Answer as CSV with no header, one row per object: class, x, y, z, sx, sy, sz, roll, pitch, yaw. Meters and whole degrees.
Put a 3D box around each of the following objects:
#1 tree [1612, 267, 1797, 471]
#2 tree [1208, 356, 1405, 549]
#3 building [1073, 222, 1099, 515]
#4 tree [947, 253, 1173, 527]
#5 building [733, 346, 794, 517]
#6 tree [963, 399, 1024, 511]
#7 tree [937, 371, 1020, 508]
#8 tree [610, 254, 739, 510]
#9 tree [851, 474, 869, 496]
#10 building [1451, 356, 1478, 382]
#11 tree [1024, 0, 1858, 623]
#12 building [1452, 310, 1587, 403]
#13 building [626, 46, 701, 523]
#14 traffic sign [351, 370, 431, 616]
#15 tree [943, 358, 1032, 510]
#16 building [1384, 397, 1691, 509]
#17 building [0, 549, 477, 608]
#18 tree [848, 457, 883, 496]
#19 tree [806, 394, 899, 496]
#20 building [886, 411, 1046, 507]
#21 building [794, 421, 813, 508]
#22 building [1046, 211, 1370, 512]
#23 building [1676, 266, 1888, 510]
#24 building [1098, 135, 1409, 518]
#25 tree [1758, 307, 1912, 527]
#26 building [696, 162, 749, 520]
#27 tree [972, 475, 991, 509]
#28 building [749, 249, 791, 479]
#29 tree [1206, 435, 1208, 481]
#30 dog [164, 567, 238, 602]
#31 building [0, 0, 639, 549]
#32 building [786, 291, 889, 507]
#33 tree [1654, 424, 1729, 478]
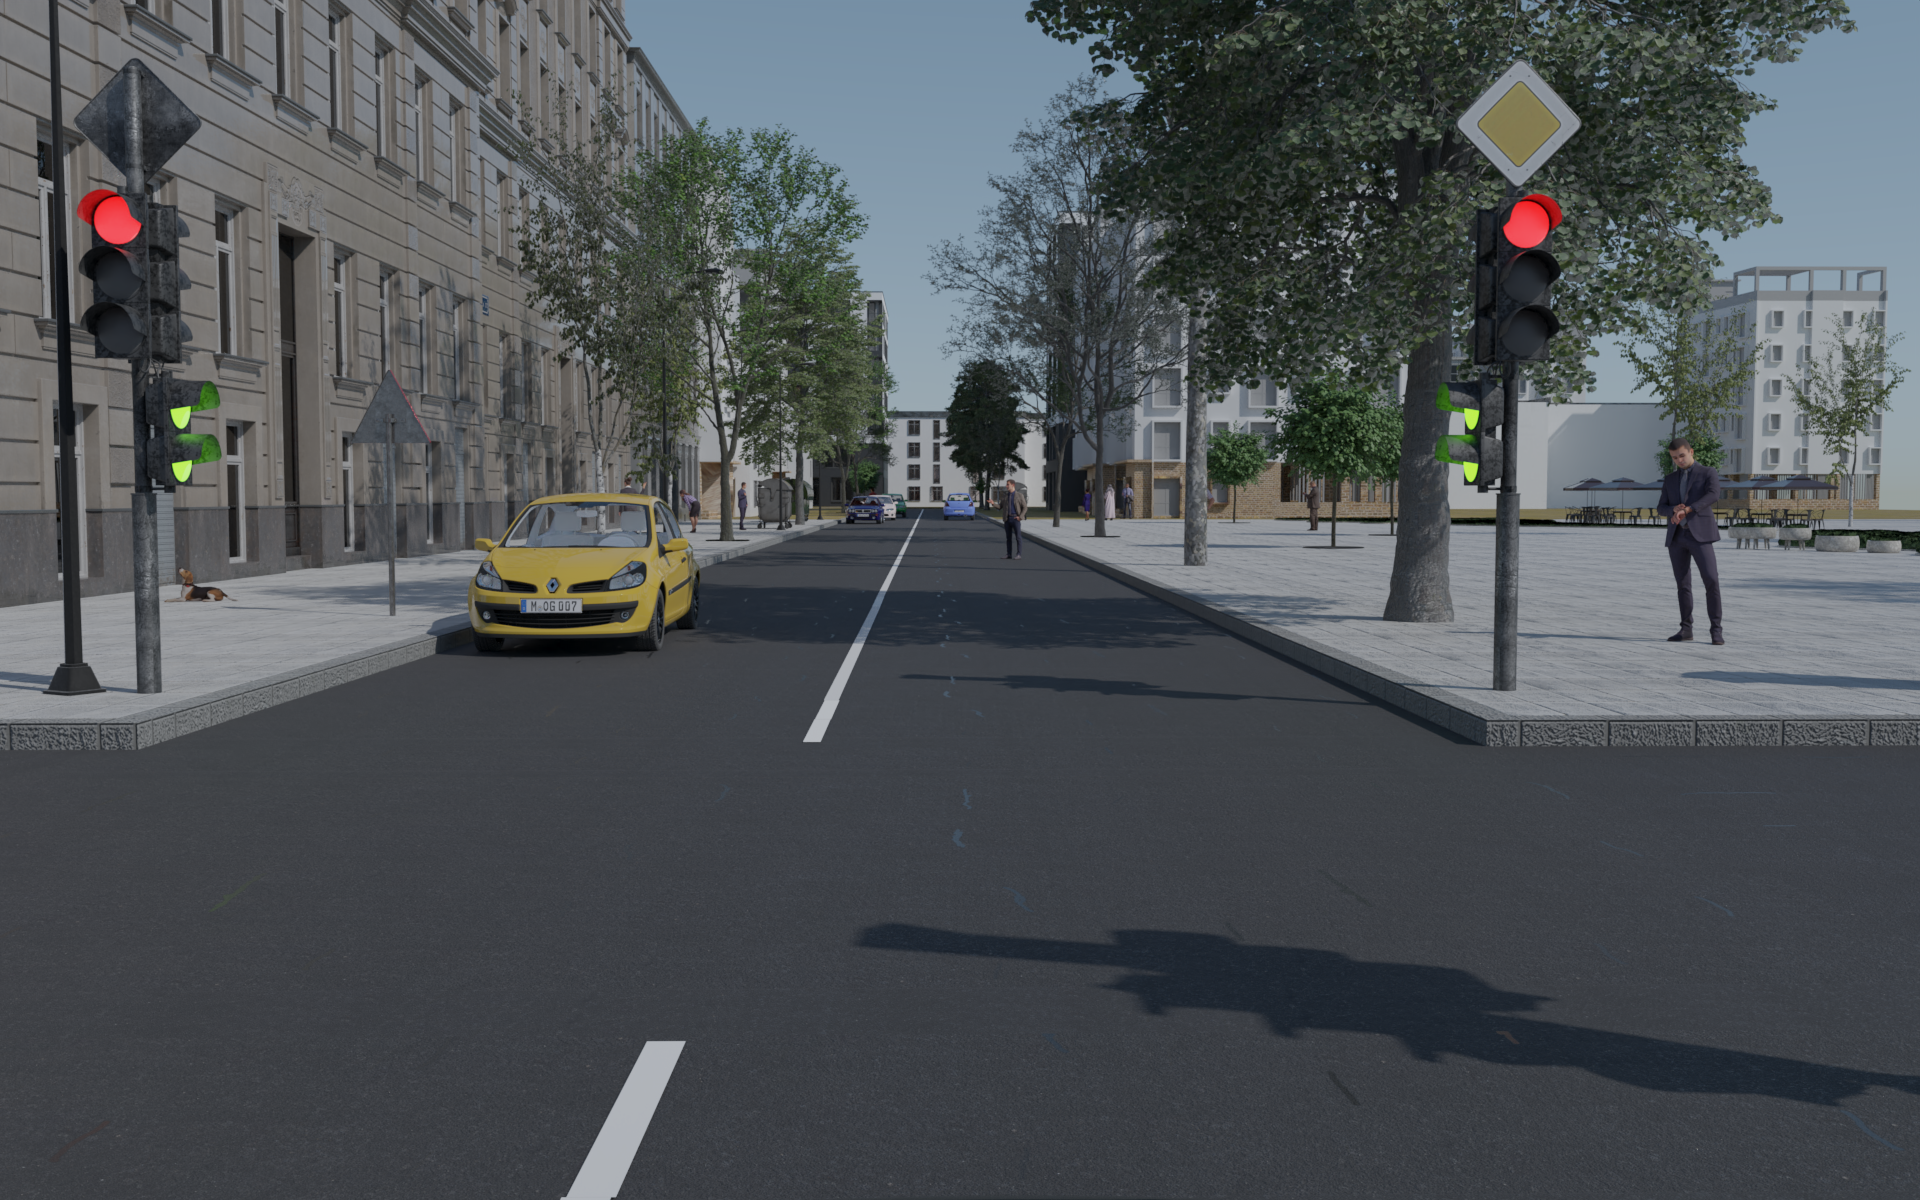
tree,22.490,-6.317,53.641,4.737,8.622,4.395,0,3,0
tree,8.919,-3.502,40.965,4.285,4.588,4.351,0,3,0
building,15.454,-15.364,107.618,16.016,20.091,11.380,0,4,-1
tree,3.716,-8.068,66.319,8.767,10.594,7.601,0,4,-4
building,-16.570,-10.385,111.941,9.099,9.664,28.070,0,4,-1
tree,2.647,-10.971,129.745,4.360,8.622,3.978,0,3,0
tree,1.944,-15.694,164.018,7.806,13.903,7.818,0,3,0
tree,-9.002,-6.331,53.869,4.737,8.622,4.395,0,3,0
tree,-8.537,-9.478,149.564,1.663,3.219,1.824,0,3,0
building,36.778,-19.452,184.497,31.486,18.905,16.747,0,4,-1
tree,4.654,-6.767,17.289,9.857,13.997,8.962,0,3,0
building,58.225,-20.023,183.796,11.380,20.091,16.016,0,4,-1
building,-17.382,-13.896,76.356,9.793,20.994,18.267,0,4,-1
traffic sign,-5.970,-1.110,18.150,0.884,2.594,0.081,1,4,9
tree,2.227,-13.111,136.414,6.751,12.117,7.091,0,3,0
building,50.892,-12.986,154.469,28.070,9.664,9.099,0,4,-1
building,-16.586,-14.114,28.035,12.463,27.353,25.104,0,4,-1
tree,-8.379,-10.351,152.946,4.285,4.588,4.351,0,3,0
tree,-8.032,-12.069,131.733,7.601,10.594,8.767,1,4,22
building,6.531,-14.534,179.776,28.070,9.664,9.099,0,4,-1
building,-27.294,-12.928,153.522,28.070,9.664,9.099,0,4,-1
building,20.794,-18.211,141.718,27.936,21.610,32.646,0,4,-1
building,70.679,-17.995,150.636,11.380,20.091,16.016,0,4,-1
building,16.403,-14.670,96.274,16.016,20.091,11.380,0,4,-1
tree,34.846,-7.196,68.025,4.737,8.622,4.395,0,3,0
building,-20.038,-14.401,91.871,16.016,20.091,11.380,0,4,-1
tree,2.020,-9.543,150.630,1.663,3.219,1.824,0,3,0
building,-21.052,-16.830,131.591,16.016,20.091,11.380,0,4,-1
tree,12.072,-5.660,76.250,4.285,4.588,4.351,0,3,0
dog,-9.047,-0.178,20.640,0.748,0.427,0.550,1,4,22
building,-18.186,-15.733,54.501,12.463,27.353,25.104,0,4,-1
building,-24.318,-21.056,188.241,32.646,21.610,27.936,0,4,-1
tree,34.083,-5.935,80.744,4.285,4.588,4.351,0,3,0
